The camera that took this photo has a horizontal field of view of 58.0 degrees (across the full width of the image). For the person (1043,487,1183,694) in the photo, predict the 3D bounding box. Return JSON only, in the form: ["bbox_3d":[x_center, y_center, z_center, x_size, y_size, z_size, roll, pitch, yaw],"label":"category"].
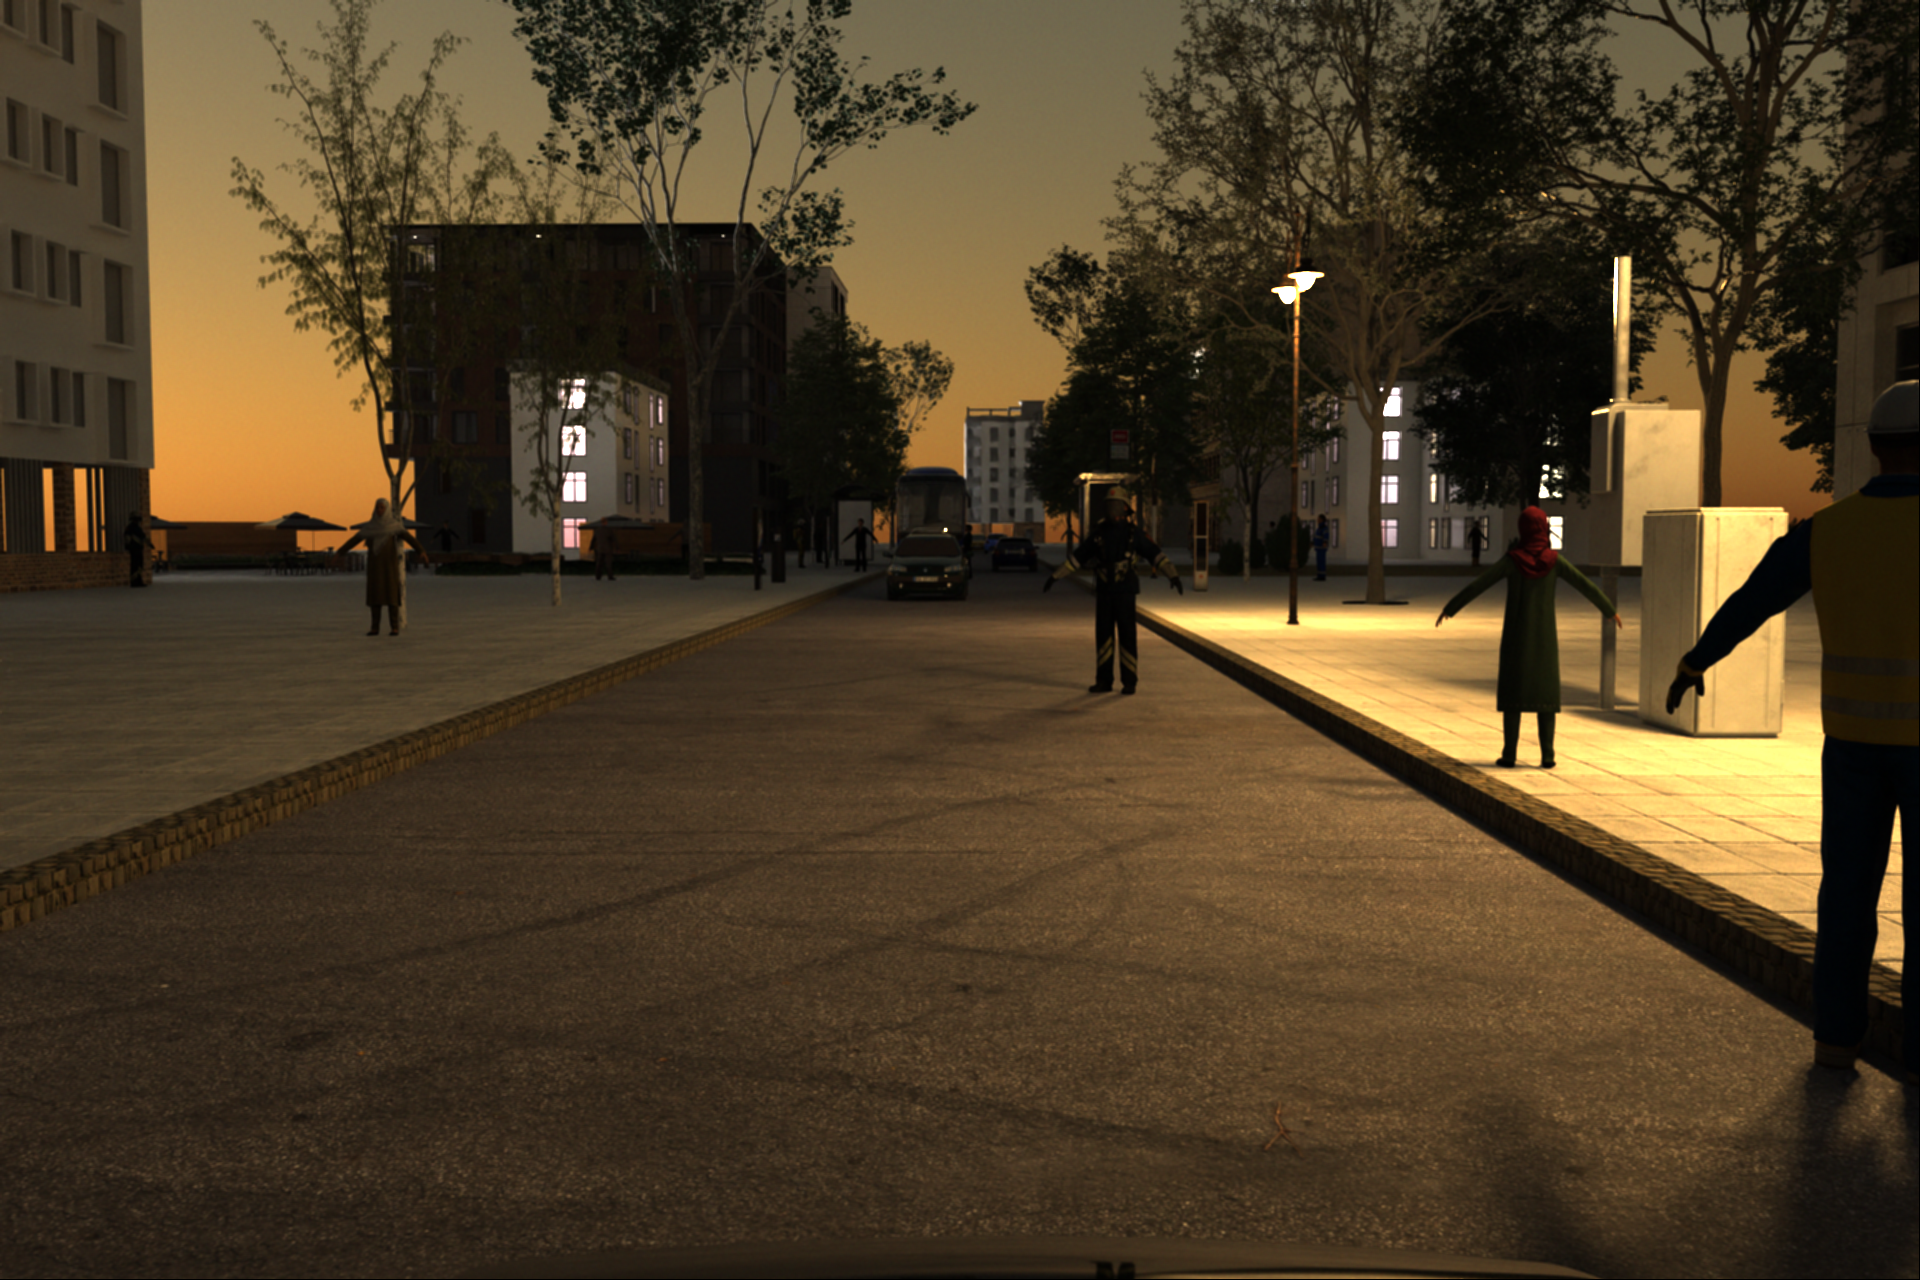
[{"bbox_3d":[1.398,-0.450,15.600,1.354,1.856,0.705,2,4,29],"label":"person"}]

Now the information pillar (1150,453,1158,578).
[{"bbox_3d":[5.629,-3.602,50.247,0.183,3.616,0.504,0,4,1],"label":"information pillar"}]

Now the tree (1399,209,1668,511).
[{"bbox_3d":[22.478,-9.863,67.911,9.857,13.997,8.962,0,3,0],"label":"tree"}]

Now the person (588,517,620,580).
[{"bbox_3d":[-9.914,-2.553,48.335,0.990,1.755,0.434,1,4,22],"label":"person"}]

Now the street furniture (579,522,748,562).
[{"bbox_3d":[-11.358,-3.737,67.957,11.010,1.723,9.812,-2,4,-28],"label":"street furniture"}]

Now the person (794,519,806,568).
[{"bbox_3d":[-5.979,-3.659,65.601,0.705,1.858,1.354,0,4,-2],"label":"person"}]

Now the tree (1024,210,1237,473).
[{"bbox_3d":[10.516,-14.970,100.651,12.611,20.169,13.585,0,3,0],"label":"tree"}]

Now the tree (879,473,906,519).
[{"bbox_3d":[-7.919,-18.962,244.448,7.601,10.594,8.767,0,4,3],"label":"tree"}]

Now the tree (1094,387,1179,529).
[{"bbox_3d":[8.469,-8.392,87.569,4.360,8.622,3.978,0,3,0],"label":"tree"}]

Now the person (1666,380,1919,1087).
[{"bbox_3d":[2.505,0.234,4.599,0.705,1.833,1.349,-3,5,-43],"label":"person"}]

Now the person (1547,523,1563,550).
[{"bbox_3d":[23.193,-3.771,68.459,1.217,1.733,0.721,1,4,22],"label":"person"}]

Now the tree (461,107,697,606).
[{"bbox_3d":[-7.421,-4.914,30.707,4.360,8.622,3.978,0,3,0],"label":"tree"}]

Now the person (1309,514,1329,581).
[{"bbox_3d":[9.897,-2.545,47.583,0.704,1.831,1.345,0,4,-5],"label":"person"}]

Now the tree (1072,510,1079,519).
[{"bbox_3d":[19.394,-19.182,248.039,7.601,10.594,8.767,0,4,7],"label":"tree"}]

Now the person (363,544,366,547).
[{"bbox_3d":[-16.472,-2.573,48.857,0.721,1.737,1.214,1,4,10],"label":"person"}]

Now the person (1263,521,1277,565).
[{"bbox_3d":[12.918,-4.016,71.845,0.705,1.806,1.347,2,4,33],"label":"person"}]

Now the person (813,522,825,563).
[{"bbox_3d":[-6.215,-4.326,76.958,0.704,1.802,1.346,-2,4,-34],"label":"person"}]

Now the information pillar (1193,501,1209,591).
[{"bbox_3d":[5.386,-2.097,38.780,0.304,2.012,0.304,0,4,1],"label":"information pillar"}]

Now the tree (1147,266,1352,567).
[{"bbox_3d":[11.336,-8.654,67.249,9.928,11.665,9.643,0,3,0],"label":"tree"}]

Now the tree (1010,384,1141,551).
[{"bbox_3d":[9.386,-13.644,133.449,12.009,13.543,11.850,0,3,0],"label":"tree"}]

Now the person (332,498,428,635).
[{"bbox_3d":[-7.307,-0.922,21.857,1.217,1.736,0.721,0,4,1],"label":"person"}]

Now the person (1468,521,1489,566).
[{"bbox_3d":[20.556,-3.836,68.851,1.346,1.812,0.704,-3,4,-38],"label":"person"}]

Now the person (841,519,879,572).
[{"bbox_3d":[-3.375,-3.218,58.805,1.347,1.806,0.705,1,4,16],"label":"person"}]

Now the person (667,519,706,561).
[{"bbox_3d":[-9.510,-3.310,60.241,1.348,1.813,0.705,-1,4,-11],"label":"person"}]

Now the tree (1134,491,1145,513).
[{"bbox_3d":[29.344,-20.514,245.769,12.009,13.543,11.850,0,3,0],"label":"tree"}]

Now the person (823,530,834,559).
[{"bbox_3d":[-6.755,-5.017,88.154,0.704,1.817,1.347,-3,4,-36],"label":"person"}]

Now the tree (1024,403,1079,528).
[{"bbox_3d":[8.925,-14.045,147.767,7.486,12.596,7.792,0,3,0],"label":"tree"}]

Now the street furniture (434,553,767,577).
[{"bbox_3d":[-11.005,-2.368,54.339,10.072,0.657,5.734,0,4,0],"label":"street furniture"}]

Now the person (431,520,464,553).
[{"bbox_3d":[-20.707,-3.910,69.858,1.347,1.837,0.705,-2,4,-34],"label":"person"}]

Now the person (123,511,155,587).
[{"bbox_3d":[-19.885,-2.202,41.864,0.704,1.845,1.351,0,4,0],"label":"person"}]

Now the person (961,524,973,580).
[{"bbox_3d":[0.168,-2.731,53.833,0.721,1.740,1.216,1,4,11],"label":"person"}]

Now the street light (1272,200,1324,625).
[{"bbox_3d":[4.736,-3.160,24.451,0.468,5.910,1.993,0,4,1],"label":"street light"}]

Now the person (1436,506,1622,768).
[{"bbox_3d":[3.142,-0.022,9.572,0.989,1.438,0.599,1,4,10],"label":"person"}]

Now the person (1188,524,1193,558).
[{"bbox_3d":[12.311,-5.196,91.097,0.704,1.843,1.345,-1,4,-23],"label":"person"}]

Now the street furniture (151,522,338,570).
[{"bbox_3d":[-26.637,-3.557,65.011,11.010,1.723,9.812,-3,5,-44],"label":"street furniture"}]

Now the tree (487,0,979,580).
[{"bbox_3d":[-6.375,-11.715,47.437,12.611,20.169,13.585,0,3,0],"label":"tree"}]

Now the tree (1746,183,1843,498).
[{"bbox_3d":[28.876,-8.935,52.738,9.857,13.997,8.962,0,3,0],"label":"tree"}]

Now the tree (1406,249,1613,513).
[{"bbox_3d":[17.966,-7.423,55.785,7.601,10.594,8.767,1,4,9],"label":"tree"}]

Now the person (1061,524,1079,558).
[{"bbox_3d":[5.696,-5.086,89.423,1.348,1.796,0.705,3,5,43],"label":"person"}]

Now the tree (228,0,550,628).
[{"bbox_3d":[-7.713,-4.482,23.643,4.360,8.622,3.978,0,3,0],"label":"tree"}]

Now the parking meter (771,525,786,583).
[{"bbox_3d":[-4.812,-2.290,45.859,0.372,1.533,0.369,0,3,0],"label":"parking meter"}]
